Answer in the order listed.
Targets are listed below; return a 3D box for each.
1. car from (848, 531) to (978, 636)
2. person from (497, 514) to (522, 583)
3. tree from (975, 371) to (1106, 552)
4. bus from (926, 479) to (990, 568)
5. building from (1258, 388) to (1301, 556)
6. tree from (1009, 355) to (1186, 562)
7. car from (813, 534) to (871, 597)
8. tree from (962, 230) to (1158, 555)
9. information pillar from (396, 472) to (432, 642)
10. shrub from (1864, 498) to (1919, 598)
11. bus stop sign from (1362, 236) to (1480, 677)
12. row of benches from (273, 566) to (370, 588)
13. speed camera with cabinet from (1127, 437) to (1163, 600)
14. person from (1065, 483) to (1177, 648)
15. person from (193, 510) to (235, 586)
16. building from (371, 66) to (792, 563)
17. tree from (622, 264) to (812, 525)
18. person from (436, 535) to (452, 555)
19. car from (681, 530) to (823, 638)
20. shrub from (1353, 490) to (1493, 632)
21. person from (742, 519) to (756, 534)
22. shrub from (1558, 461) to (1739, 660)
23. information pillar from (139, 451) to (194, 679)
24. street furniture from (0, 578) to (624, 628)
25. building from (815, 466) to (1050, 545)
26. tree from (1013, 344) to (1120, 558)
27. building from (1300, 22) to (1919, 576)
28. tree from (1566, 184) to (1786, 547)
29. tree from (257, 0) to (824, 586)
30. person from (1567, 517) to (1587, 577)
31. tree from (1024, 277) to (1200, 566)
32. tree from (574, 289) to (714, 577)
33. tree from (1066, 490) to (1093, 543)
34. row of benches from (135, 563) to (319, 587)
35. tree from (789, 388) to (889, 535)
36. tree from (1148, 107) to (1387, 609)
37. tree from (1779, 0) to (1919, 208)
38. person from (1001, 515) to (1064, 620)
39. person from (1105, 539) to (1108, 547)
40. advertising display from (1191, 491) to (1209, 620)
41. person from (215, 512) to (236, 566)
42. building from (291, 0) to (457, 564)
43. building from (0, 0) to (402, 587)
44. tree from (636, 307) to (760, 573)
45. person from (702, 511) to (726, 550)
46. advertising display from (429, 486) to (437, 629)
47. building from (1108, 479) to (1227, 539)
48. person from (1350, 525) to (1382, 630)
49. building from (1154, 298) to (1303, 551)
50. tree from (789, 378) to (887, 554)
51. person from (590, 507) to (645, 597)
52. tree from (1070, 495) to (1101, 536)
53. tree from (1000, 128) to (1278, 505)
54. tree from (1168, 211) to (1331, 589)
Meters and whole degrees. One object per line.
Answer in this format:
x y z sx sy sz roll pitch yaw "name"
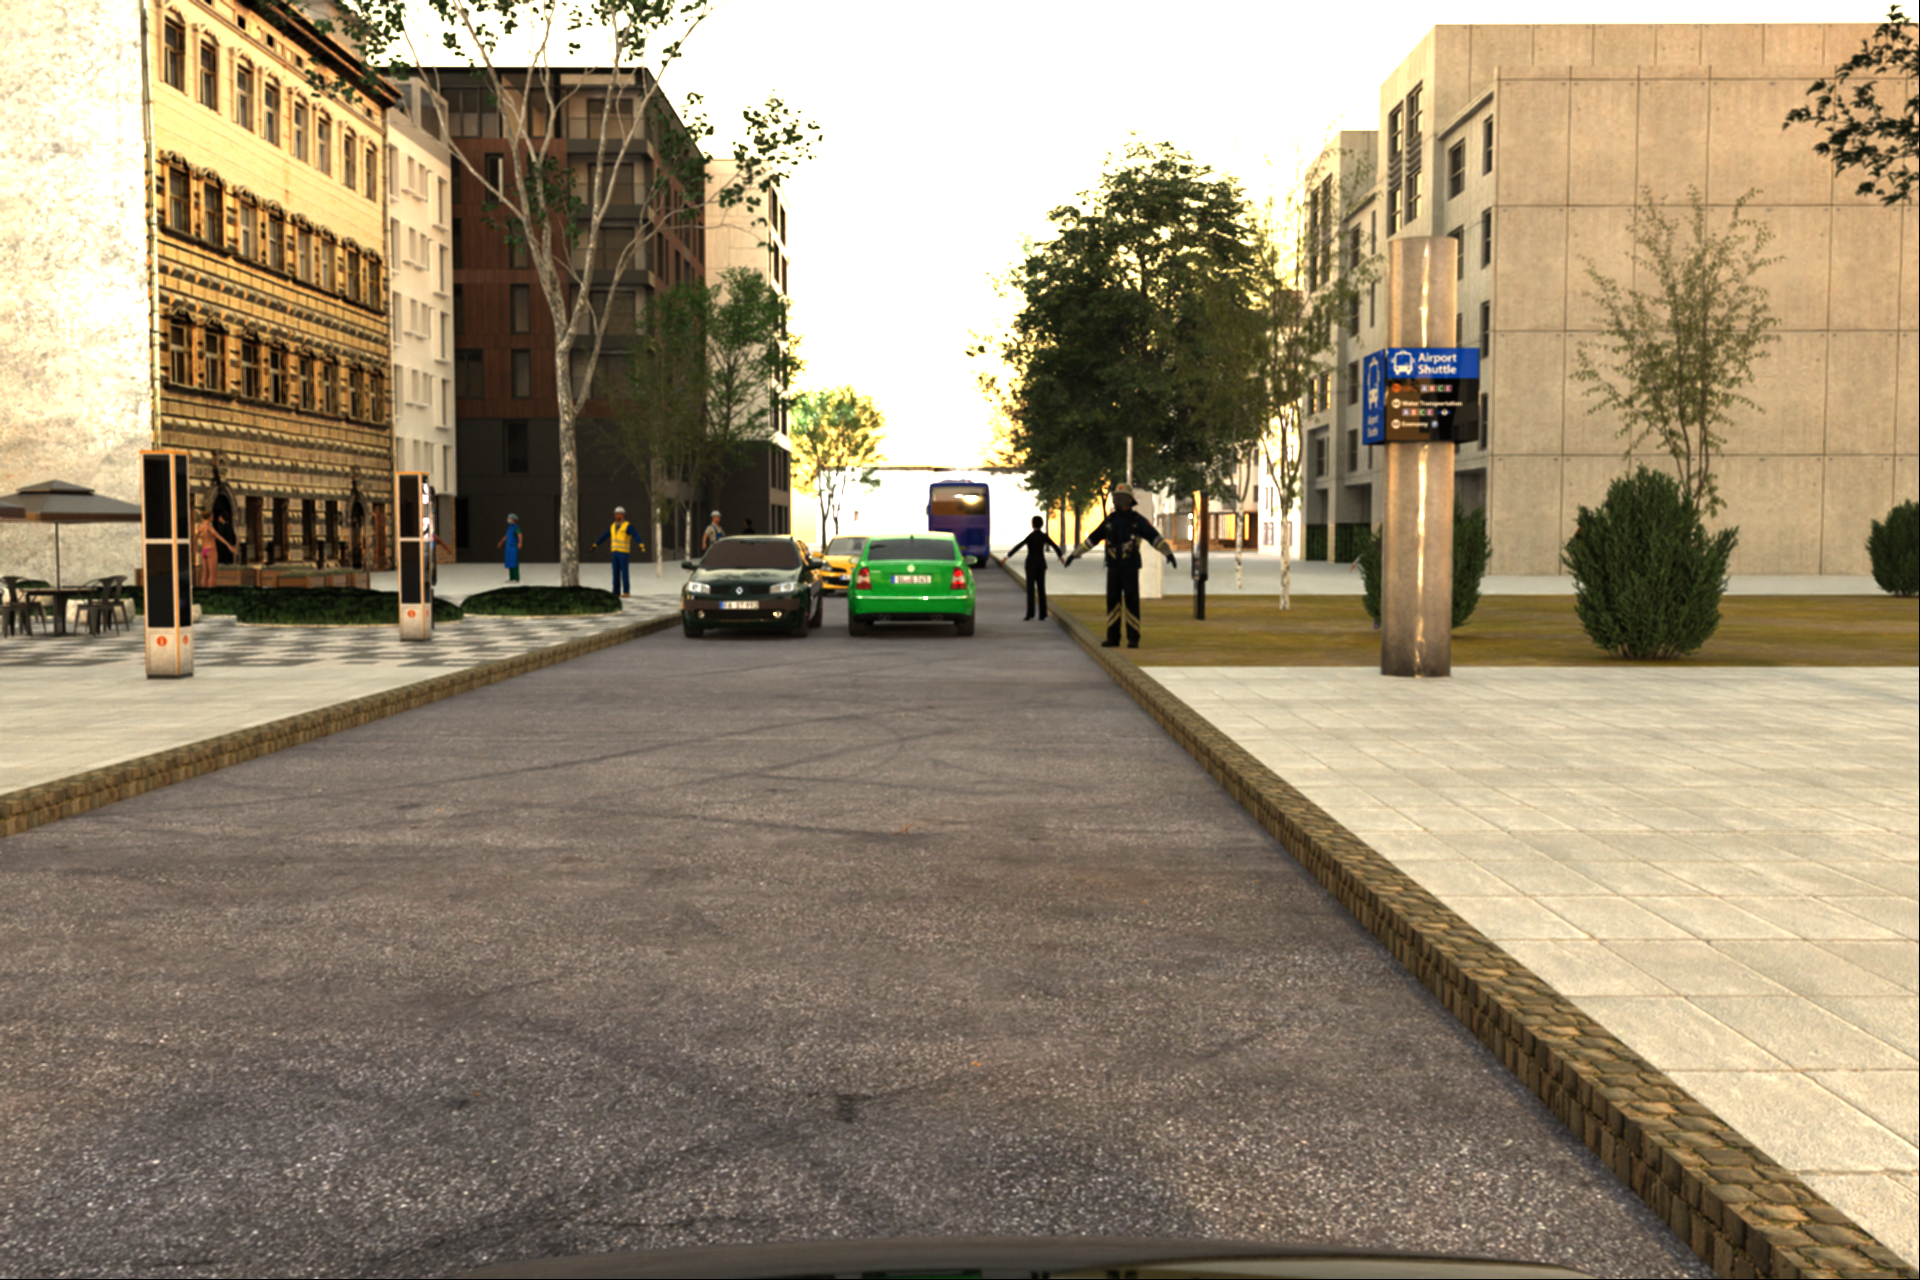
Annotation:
-0.700 -1.036 25.732 1.959 1.807 4.718 0 4 -1 "car"
-11.776 -2.408 45.502 0.704 1.817 1.347 -3 4 -39 "person"
6.201 -13.026 123.348 12.009 13.543 11.850 0 3 0 "tree"
-0.110 -5.187 76.357 2.896 3.916 12.251 0 4 -1 "bus"
23.821 -9.599 99.093 9.099 9.664 28.070 0 4 0 "building"
6.769 -8.925 80.335 8.767 10.594 7.601 -1 4 -21 "tree"
-2.417 -1.875 40.885 2.015 1.641 3.980 0 3 0 "car"
6.037 -15.388 107.483 12.611 20.169 13.585 0 3 0 "tree"
-6.512 -0.990 20.671 0.304 2.012 0.304 0 4 1 "information pillar"
19.242 -1.876 35.084 1.690 2.028 1.600 0 3 0 "shrub"
4.155 -1.631 15.684 0.837 3.901 0.837 0 4 0 "bus stop sign"
-11.752 -1.009 31.960 1.422 0.672 4.104 0 4 -4 "row of benches"
3.659 -2.469 34.709 0.660 3.252 2.038 0 4 -1 "speed camera with cabinet"
1.838 -0.846 19.609 1.354 1.856 0.705 2 4 28 "person"
-14.358 -1.620 33.283 1.217 1.733 0.721 2 4 32 "person"
-24.352 -15.189 92.308 27.936 21.610 32.646 0 4 -1 "building"
-9.267 -8.596 66.296 9.928 11.665 9.643 0 3 0 "tree"
-9.492 -1.507 30.788 0.704 1.843 1.345 1 4 15 "person"
-2.969 -0.944 25.215 2.009 1.686 4.222 0 4 0 "car"
5.756 -1.069 21.517 1.661 2.075 1.752 0 3 0 "shrub"
-6.566 -2.834 53.050 0.721 1.740 1.216 2 4 29 "person"
7.050 -0.816 17.764 1.690 2.028 1.600 0 3 0 "shrub"
-7.048 -0.667 15.397 0.304 2.012 0.304 0 4 0 "information pillar"
-10.529 -0.677 26.694 10.072 0.657 5.734 0 4 3 "street furniture"
-3.083 -16.431 213.246 28.070 9.664 9.099 0 4 7 "building"
6.498 -10.582 91.145 7.486 12.596 7.792 0 3 0 "tree"
24.888 -12.372 68.735 16.747 18.905 31.486 0 4 1 "building"
15.437 -5.227 35.824 4.360 8.622 3.978 0 3 0 "tree"
-8.593 -11.124 37.772 12.611 20.169 13.585 0 3 0 "tree"
18.634 -2.822 51.916 1.354 1.858 0.705 -3 5 -42 "person"
6.326 -8.820 69.967 9.928 11.665 9.643 0 3 0 "tree"
-8.748 -6.180 51.405 4.360 8.622 3.978 0 3 0 "tree"
14.418 -15.777 208.308 4.737 8.622 4.395 0 3 0 "tree"
-15.426 -1.295 36.633 4.104 0.672 1.422 1 4 12 "row of benches"
-8.830 -12.079 123.249 9.928 11.665 9.643 0 3 0 "tree"
5.773 -4.830 29.331 4.360 8.622 3.978 0 3 0 "tree"
6.602 -4.477 7.608 8.767 10.594 7.601 2 4 35 "tree"
1.226 -1.201 28.809 1.216 1.740 0.721 -2 4 -29 "person"
4.755 -2.861 52.970 0.705 1.806 1.347 -2 4 -27 "person"
3.615 -1.279 26.120 0.123 1.923 0.974 0 4 1 "advertising display"
-17.798 -2.184 41.896 0.705 1.806 1.347 0 4 3 "person"
-27.021 -12.600 62.424 16.016 20.090 11.380 0 4 0 "building"
-28.799 -13.431 50.523 19.493 23.208 18.063 0 4 0 "building"
-9.092 -6.503 56.682 4.360 8.622 3.978 0 3 0 "tree"
-5.945 -2.231 42.339 0.705 1.847 1.347 2 4 26 "person"
-7.143 -1.083 22.923 0.123 1.923 0.974 0 4 1 "advertising display"
20.811 -14.377 177.203 9.099 9.664 28.070 0 3 0 "building"
5.717 -0.855 23.239 0.991 1.433 0.599 0 4 -1 "person"
21.659 -17.712 146.015 16.016 20.090 11.380 0 4 1 "building"
-8.845 -11.512 113.979 9.928 11.665 9.643 0 3 0 "tree"
-6.913 -1.786 35.163 1.349 1.833 0.705 2 4 26 "person"
15.549 -16.148 214.375 4.737 8.622 4.395 0 3 0 "tree"
5.962 -9.155 56.346 9.857 13.997 8.962 0 3 0 "tree"
6.421 -5.482 39.988 4.360 8.622 3.978 0 3 0 "tree"
